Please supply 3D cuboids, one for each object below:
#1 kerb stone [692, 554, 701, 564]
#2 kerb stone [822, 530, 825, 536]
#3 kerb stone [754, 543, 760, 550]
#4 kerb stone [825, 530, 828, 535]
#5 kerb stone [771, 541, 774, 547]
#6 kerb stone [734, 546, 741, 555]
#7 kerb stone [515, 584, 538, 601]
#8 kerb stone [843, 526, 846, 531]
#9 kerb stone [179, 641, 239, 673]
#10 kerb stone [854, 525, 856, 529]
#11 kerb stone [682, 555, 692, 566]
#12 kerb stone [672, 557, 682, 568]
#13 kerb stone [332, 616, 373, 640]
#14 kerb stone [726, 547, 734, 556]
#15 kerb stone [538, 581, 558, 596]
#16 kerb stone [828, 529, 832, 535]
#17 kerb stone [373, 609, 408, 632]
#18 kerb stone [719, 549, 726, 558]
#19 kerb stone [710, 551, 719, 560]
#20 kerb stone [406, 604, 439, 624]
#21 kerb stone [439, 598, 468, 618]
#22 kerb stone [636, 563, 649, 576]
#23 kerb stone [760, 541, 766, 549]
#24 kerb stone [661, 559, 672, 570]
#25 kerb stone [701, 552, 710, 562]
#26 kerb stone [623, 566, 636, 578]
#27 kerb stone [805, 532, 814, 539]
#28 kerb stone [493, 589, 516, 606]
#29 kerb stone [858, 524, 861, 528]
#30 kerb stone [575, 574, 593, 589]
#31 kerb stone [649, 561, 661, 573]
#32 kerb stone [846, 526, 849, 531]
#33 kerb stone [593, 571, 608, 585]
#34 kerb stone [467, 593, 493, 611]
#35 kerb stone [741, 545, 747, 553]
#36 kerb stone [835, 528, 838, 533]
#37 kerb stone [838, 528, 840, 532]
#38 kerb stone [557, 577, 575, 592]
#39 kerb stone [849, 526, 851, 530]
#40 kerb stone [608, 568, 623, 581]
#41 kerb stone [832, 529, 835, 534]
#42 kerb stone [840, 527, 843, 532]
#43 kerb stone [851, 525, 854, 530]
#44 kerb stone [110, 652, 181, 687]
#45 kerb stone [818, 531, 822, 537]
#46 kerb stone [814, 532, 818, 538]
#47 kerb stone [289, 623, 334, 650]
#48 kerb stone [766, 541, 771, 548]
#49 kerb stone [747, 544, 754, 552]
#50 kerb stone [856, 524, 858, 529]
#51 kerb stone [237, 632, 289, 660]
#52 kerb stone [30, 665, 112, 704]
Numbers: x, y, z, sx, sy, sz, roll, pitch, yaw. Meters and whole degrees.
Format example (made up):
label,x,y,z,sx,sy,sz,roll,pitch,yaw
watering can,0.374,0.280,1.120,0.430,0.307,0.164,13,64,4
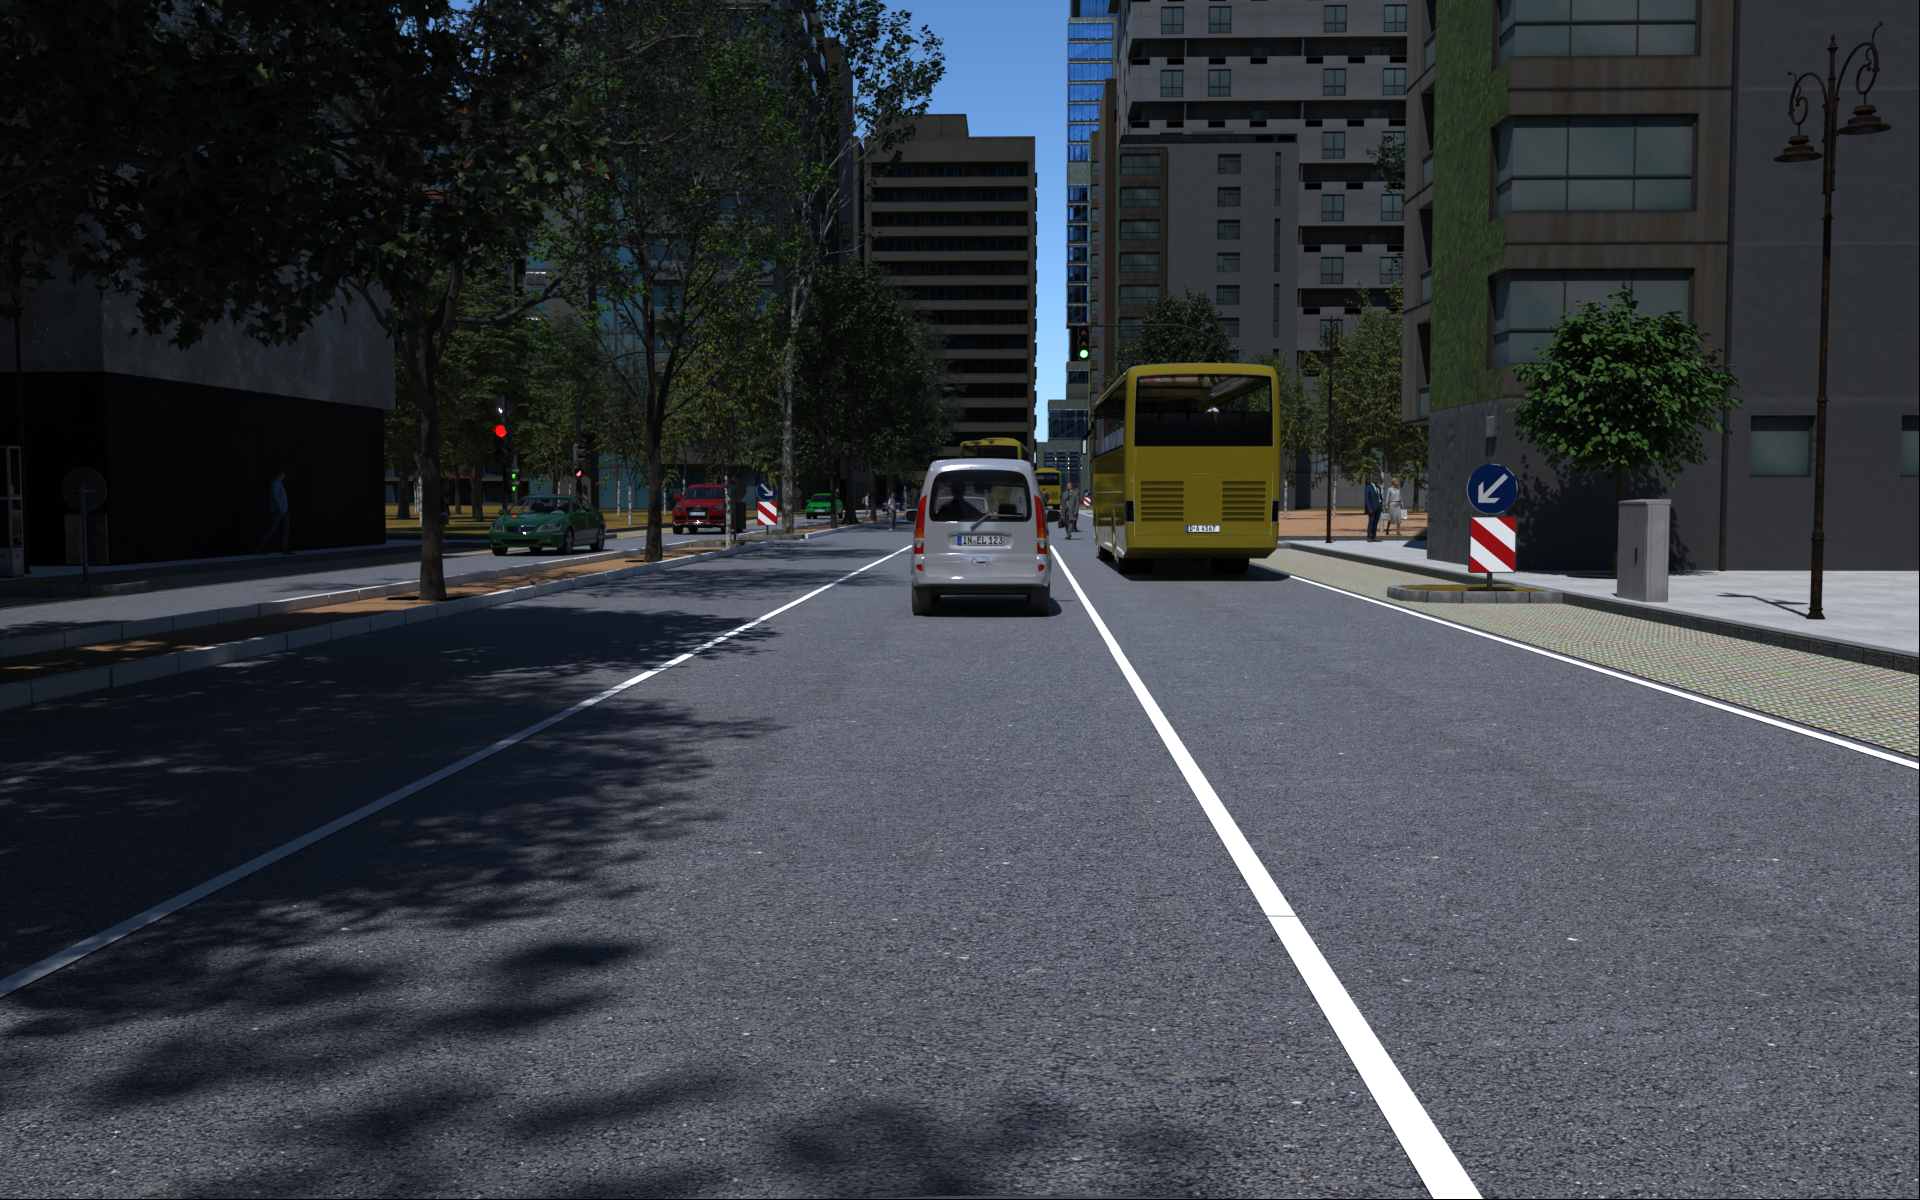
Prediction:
label,x,y,z,sx,sy,sz,roll,pitch,yaw
kerb stone,-5.566,-0.839,35.909,0.120,0.150,1.000,0,4,2
kerb stone,-4.789,-2.249,58.970,0.120,0.150,1.000,0,4,2
kerb stone,-5.295,-1.339,44.093,0.120,0.150,1.000,0,4,2
kerb stone,-4.760,-2.311,59.996,0.120,0.150,1.000,0,4,2
kerb stone,-5.193,-1.527,47.164,0.120,0.150,1.000,0,4,2
kerb stone,-5.397,-1.151,41.026,0.120,0.150,1.000,0,4,2
kerb stone,-5.982,-0.085,23.582,0.120,0.150,1.000,0,4,2
kerb stone,-4.557,-2.688,66.136,0.120,0.150,1.000,0,4,2
kerb stone,-6.286,0.480,14.351,0.120,0.150,1.000,0,4,2
kerb stone,-4.422,-2.933,70.223,0.120,0.150,1.000,0,4,2
kerb stone,-5.605,-0.776,34.877,0.120,0.150,1.000,0,4,2
kerb stone,-5.636,-0.713,33.848,0.120,0.150,1.000,0,4,2
kerb stone,-6.187,0.291,17.440,0.120,0.150,1.000,0,4,2
kerb stone,-5.430,-1.083,40.005,0.120,0.150,1.000,0,4,2
kerb stone,-5.943,-0.147,24.608,0.120,0.150,1.000,0,4,2
kerb stone,-4.729,-2.375,61.019,0.120,0.150,1.000,0,4,2
kerb stone,-6.153,0.234,18.466,0.120,0.150,1.000,0,4,2
kerb stone,-5.463,-1.022,38.984,0.120,0.150,1.000,0,4,2
kerb stone,-5.495,-0.959,37.962,0.120,0.150,1.000,0,4,2
kerb stone,-6.115,0.166,19.486,0.120,0.150,1.000,0,4,2
kerb stone,-6.082,0.110,20.517,0.120,0.150,1.000,0,4,2
kerb stone,-5.731,-0.524,30.765,0.120,0.150,1.000,0,4,2
kerb stone,-5.261,-1.402,45.118,0.120,0.150,1.000,0,4,2
kerb stone,-5.666,-0.650,32.827,0.120,0.150,1.000,0,4,2
kerb stone,-5.536,-0.895,36.941,0.120,0.150,1.000,0,4,2
kerb stone,-5.776,-0.462,29.744,0.120,0.150,1.000,0,4,2
kerb stone,-4.904,-2.062,55.905,0.120,0.150,1.000,0,4,2
kerb stone,-6.018,-0.021,22.561,0.120,0.150,1.000,0,4,2
kerb stone,-4.352,-3.063,72.273,0.120,0.150,1.000,0,4,2
kerb stone,-5.878,-0.273,26.661,0.120,0.150,1.000,0,4,2
kerb stone,-5.703,-0.587,31.801,0.120,0.150,1.000,0,4,2
kerb stone,-4.518,-2.749,67.158,0.120,0.150,1.000,0,4,2
kerb stone,-5.844,-0.336,27.683,0.120,0.150,1.000,0,4,2
kerb stone,-6.049,0.040,21.538,0.120,0.150,1.000,0,4,2
kerb stone,-5.362,-1.214,42.047,0.120,0.150,1.000,0,4,2
kerb stone,-4.662,-2.500,63.071,0.120,0.150,1.000,0,4,2
kerb stone,-4.627,-2.560,64.093,0.120,0.150,1.000,0,4,2
kerb stone,-5.919,-0.210,25.631,0.120,0.150,1.000,0,4,2
kerb stone,-4.491,-2.813,68.180,0.120,0.150,1.000,0,4,2
kerb stone,-5.811,-0.399,28.721,0.120,0.150,1.000,0,4,2
kerb stone,-4.689,-2.438,62.049,0.120,0.150,1.000,0,4,2
kerb stone,-4.591,-2.625,65.115,0.120,0.150,1.000,0,4,2
kerb stone,-4.458,-2.875,69.201,0.120,0.150,1.000,0,4,2
kerb stone,-6.318,0.542,13.330,0.120,0.150,1.000,0,4,2
kerb stone,-4.826,-2.186,57.948,0.120,0.150,1.000,0,4,2
kerb stone,-4.858,-2.124,56.927,0.120,0.150,1.000,0,4,2
kerb stone,-6.217,0.358,16.411,0.120,0.150,1.000,0,4,2
kerb stone,-5.227,-1.464,46.139,0.120,0.150,1.000,0,4,2
kerb stone,-5.329,-1.277,43.071,0.120,0.150,1.000,0,4,2
kerb stone,-4.389,-3.000,71.248,0.120,0.150,1.000,0,4,2
kerb stone,-6.256,0.420,15.383,0.120,0.150,1.000,0,4,2
kerb stone,-6.362,0.605,12.302,0.120,0.150,1.000,0,4,2
